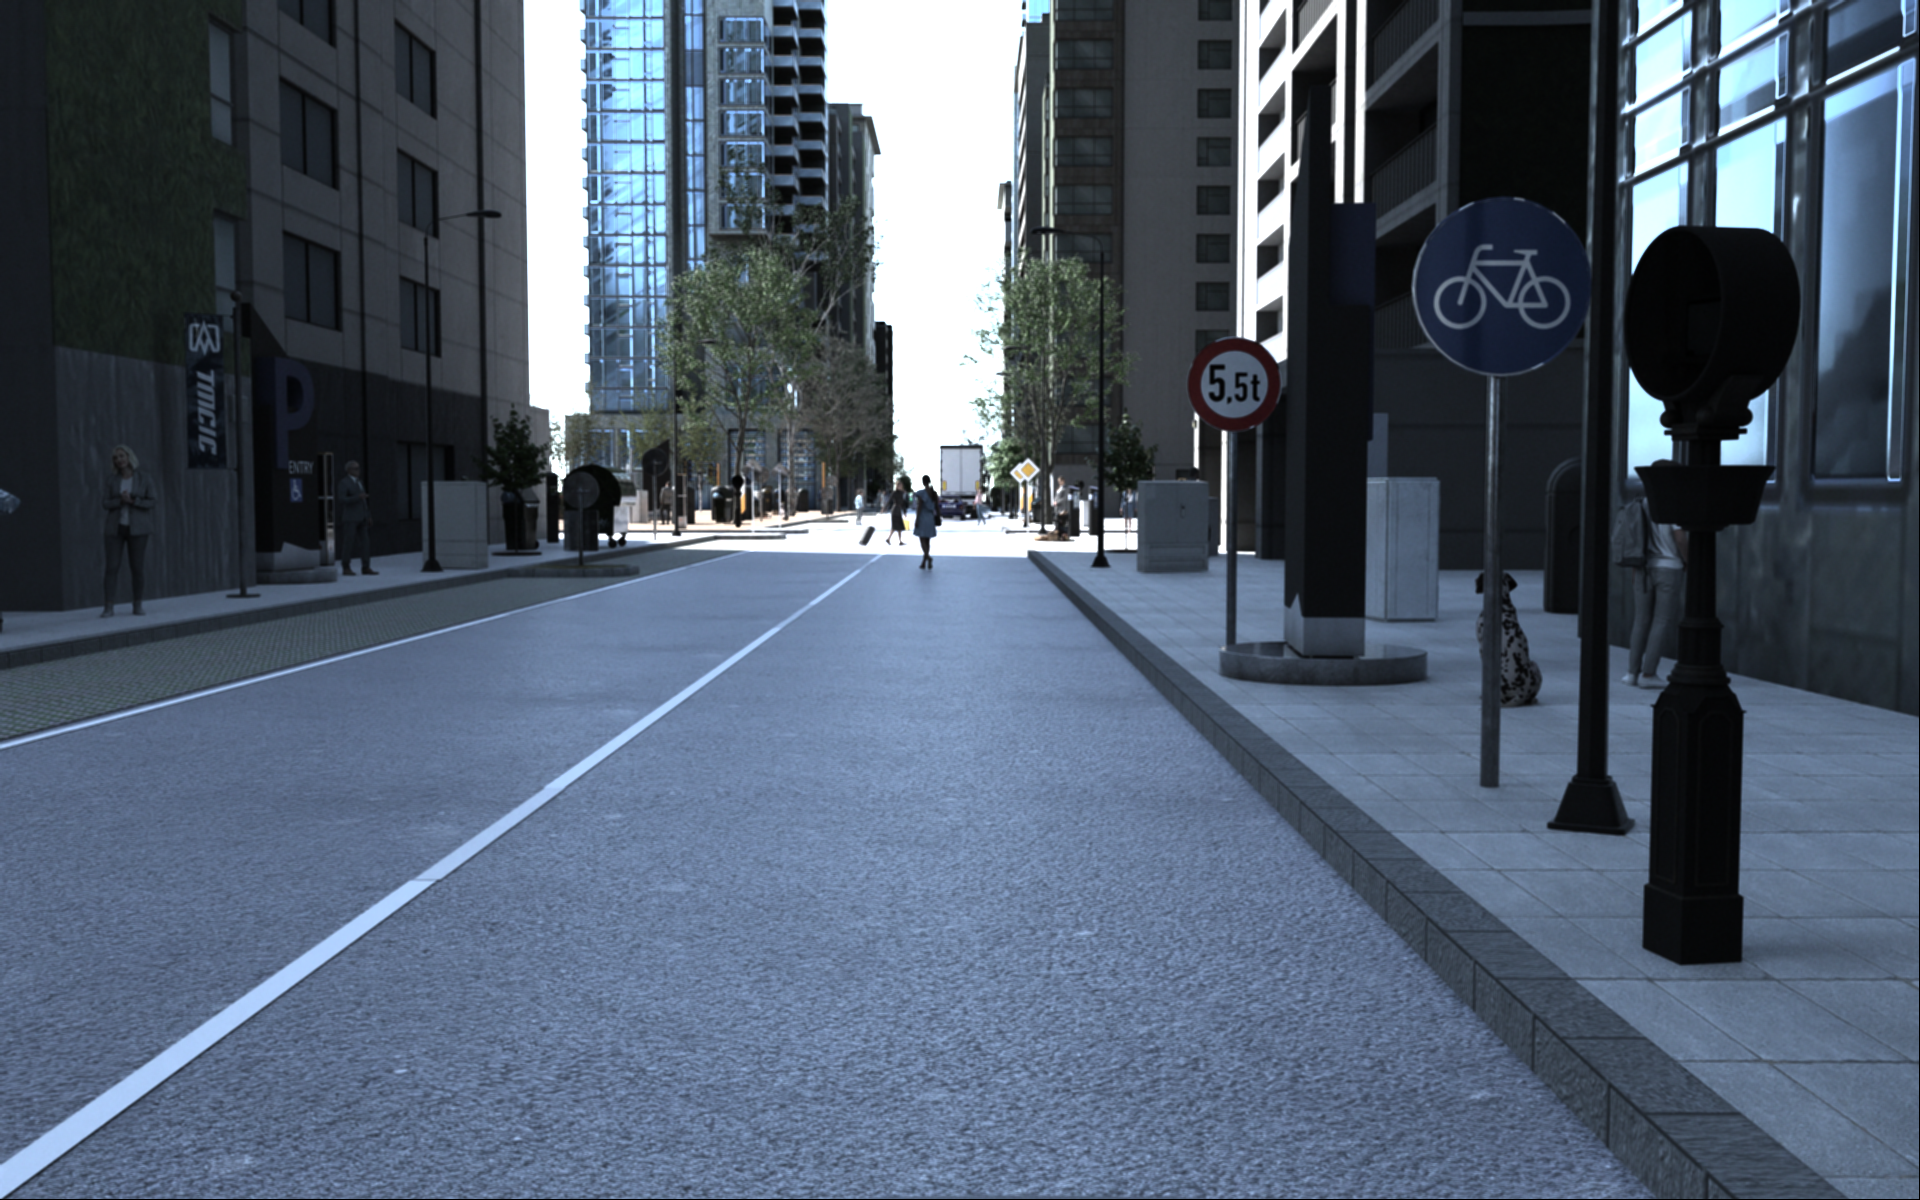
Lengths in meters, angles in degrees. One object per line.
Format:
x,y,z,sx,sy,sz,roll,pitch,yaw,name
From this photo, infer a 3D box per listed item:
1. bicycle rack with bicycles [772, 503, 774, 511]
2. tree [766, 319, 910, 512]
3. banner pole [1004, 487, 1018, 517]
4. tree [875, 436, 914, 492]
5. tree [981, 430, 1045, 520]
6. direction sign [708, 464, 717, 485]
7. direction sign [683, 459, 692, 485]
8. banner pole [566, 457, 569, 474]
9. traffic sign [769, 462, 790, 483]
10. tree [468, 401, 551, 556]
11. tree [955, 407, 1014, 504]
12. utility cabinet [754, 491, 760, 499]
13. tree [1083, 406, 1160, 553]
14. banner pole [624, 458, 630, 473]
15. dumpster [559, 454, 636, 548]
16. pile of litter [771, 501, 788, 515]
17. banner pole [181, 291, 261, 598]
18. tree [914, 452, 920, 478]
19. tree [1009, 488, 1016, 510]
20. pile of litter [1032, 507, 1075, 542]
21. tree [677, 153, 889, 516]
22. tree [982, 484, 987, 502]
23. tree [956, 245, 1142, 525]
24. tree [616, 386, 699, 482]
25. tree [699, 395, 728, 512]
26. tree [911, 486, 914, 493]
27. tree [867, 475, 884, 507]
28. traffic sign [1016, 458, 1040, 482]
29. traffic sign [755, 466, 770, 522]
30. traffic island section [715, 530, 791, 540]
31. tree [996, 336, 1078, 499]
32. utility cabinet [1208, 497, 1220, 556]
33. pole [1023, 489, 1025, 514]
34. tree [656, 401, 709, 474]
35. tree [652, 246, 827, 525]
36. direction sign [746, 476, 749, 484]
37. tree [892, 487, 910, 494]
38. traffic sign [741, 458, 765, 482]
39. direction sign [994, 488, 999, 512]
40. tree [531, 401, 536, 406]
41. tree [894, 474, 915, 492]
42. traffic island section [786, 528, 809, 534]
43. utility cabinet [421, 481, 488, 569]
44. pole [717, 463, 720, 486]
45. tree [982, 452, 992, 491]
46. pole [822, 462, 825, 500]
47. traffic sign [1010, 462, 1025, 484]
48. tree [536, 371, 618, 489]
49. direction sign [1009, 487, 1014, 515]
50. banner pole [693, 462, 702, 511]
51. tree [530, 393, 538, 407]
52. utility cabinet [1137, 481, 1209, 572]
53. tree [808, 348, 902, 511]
-14.892,-7.233,131.636,2.925,0.926,2.852,1,4,10,bicycle rack with bicycles
-8.777,-12.986,122.687,12.009,13.543,11.850,0,3,0,tree
2.935,-6.671,99.085,0.863,3.779,0.401,3,4,37,banner pole
-8.913,-16.177,214.848,4.360,8.622,3.978,0,3,0,tree
2.738,-6.297,86.665,4.285,4.588,4.351,0,3,0,tree
-18.358,-8.404,129.398,0.876,3.537,0.379,-1,4,-15,direction sign
-17.611,-7.336,111.948,0.379,3.537,0.876,2,4,28,direction sign
-25.736,-7.560,113.626,0.401,3.779,0.863,-2,4,-24,banner pole
-6.581,-3.727,63.131,0.795,2.593,0.064,0,4,0,traffic sign
-9.457,-2.552,36.323,1.663,3.219,1.824,0,3,0,tree
3.822,-19.686,232.229,12.009,13.543,11.850,0,3,0,tree
-15.129,-7.329,128.508,0.318,1.500,1.173,-2,4,-31,utility cabinet
3.540,-2.662,38.127,1.663,3.219,1.824,0,3,0,tree
-23.382,-8.044,121.538,0.863,3.779,0.401,3,5,43,banner pole
-8.718,-2.398,41.693,1.502,2.255,1.985,0,4,0,dumpster
-10.845,-5.523,104.270,1.719,0.858,1.176,-1,4,-14,pile of litter
-9.098,-1.914,21.312,0.863,3.779,0.401,-3,5,-43,banner pole
-7.874,-17.642,238.812,4.360,8.622,3.978,0,3,0,tree
4.087,-8.906,140.208,1.663,3.219,1.824,0,3,0,tree
2.533,-2.015,46.912,1.176,0.858,1.719,0,4,3,pile of litter
-11.154,-14.854,98.757,12.611,20.169,13.585,0,3,0,tree
4.059,-17.997,288.850,1.663,3.219,1.824,0,3,0,tree
3.696,-8.935,71.836,9.928,11.665,9.643,0,3,0,tree
-20.736,-10.122,115.852,4.737,8.622,4.395,0,3,0,tree
-18.179,-10.447,121.164,4.737,8.622,4.395,0,3,0,tree
-8.498,-18.525,297.489,1.663,3.219,1.824,0,3,0,tree
-8.803,-11.186,177.484,1.663,3.219,1.824,0,3,0,tree
2.186,-3.236,55.096,0.795,2.593,0.064,0,4,0,traffic sign
-9.016,-4.796,78.518,0.768,2.556,0.104,0,4,5,traffic sign
-6.631,-2.014,55.213,2.009,0.180,2.903,0,4,0,traffic island section
3.566,-7.987,80.952,4.360,8.622,3.978,0,3,0,tree
4.926,-1.516,35.949,1.020,1.237,0.306,-3,4,-37,utility cabinet
4.047,-7.038,108.921,0.158,3.312,0.155,0,3,0,pole
-22.001,-11.352,135.975,4.360,8.622,3.978,0,3,0,tree
-9.155,-8.948,72.061,9.928,11.665,9.643,0,3,0,tree
-17.166,-8.943,138.209,0.379,3.537,0.876,3,5,43,direction sign
-8.977,-16.084,257.567,1.663,3.219,1.824,0,3,0,tree
-6.608,-3.239,55.146,0.795,2.593,0.064,0,4,0,traffic sign
2.597,-8.019,123.105,0.379,3.537,0.876,0,4,-4,direction sign
-27.115,-10.152,116.339,4.360,8.622,3.978,0,3,0,tree
-8.552,-17.258,265.888,4.285,4.588,4.351,0,3,0,tree
-6.605,-2.503,63.198,2.009,0.180,2.903,0,4,0,traffic island section
-8.656,-1.285,29.691,1.173,1.500,0.318,2,4,24,utility cabinet
-16.007,-7.396,114.765,0.158,3.312,0.155,0,3,0,pole
3.611,-19.969,276.850,4.737,8.622,4.395,0,3,0,tree
-8.722,-7.163,110.958,0.158,3.312,0.155,0,3,0,pole
2.213,-3.724,63.082,0.795,2.593,0.064,0,4,0,traffic sign
-22.765,-9.428,104.513,4.360,8.622,3.978,0,3,0,tree
3.176,-6.943,105.507,0.379,3.537,0.876,-1,4,-18,direction sign
-20.144,-8.733,132.805,0.863,3.779,0.401,0,4,3,banner pole
-22.368,-8.043,81.869,4.737,8.622,4.395,0,3,0,tree
3.502,-1.208,28.433,1.173,1.500,0.318,-1,4,-22,utility cabinet
-8.312,-13.168,133.423,7.486,12.596,7.792,0,3,0,tree
